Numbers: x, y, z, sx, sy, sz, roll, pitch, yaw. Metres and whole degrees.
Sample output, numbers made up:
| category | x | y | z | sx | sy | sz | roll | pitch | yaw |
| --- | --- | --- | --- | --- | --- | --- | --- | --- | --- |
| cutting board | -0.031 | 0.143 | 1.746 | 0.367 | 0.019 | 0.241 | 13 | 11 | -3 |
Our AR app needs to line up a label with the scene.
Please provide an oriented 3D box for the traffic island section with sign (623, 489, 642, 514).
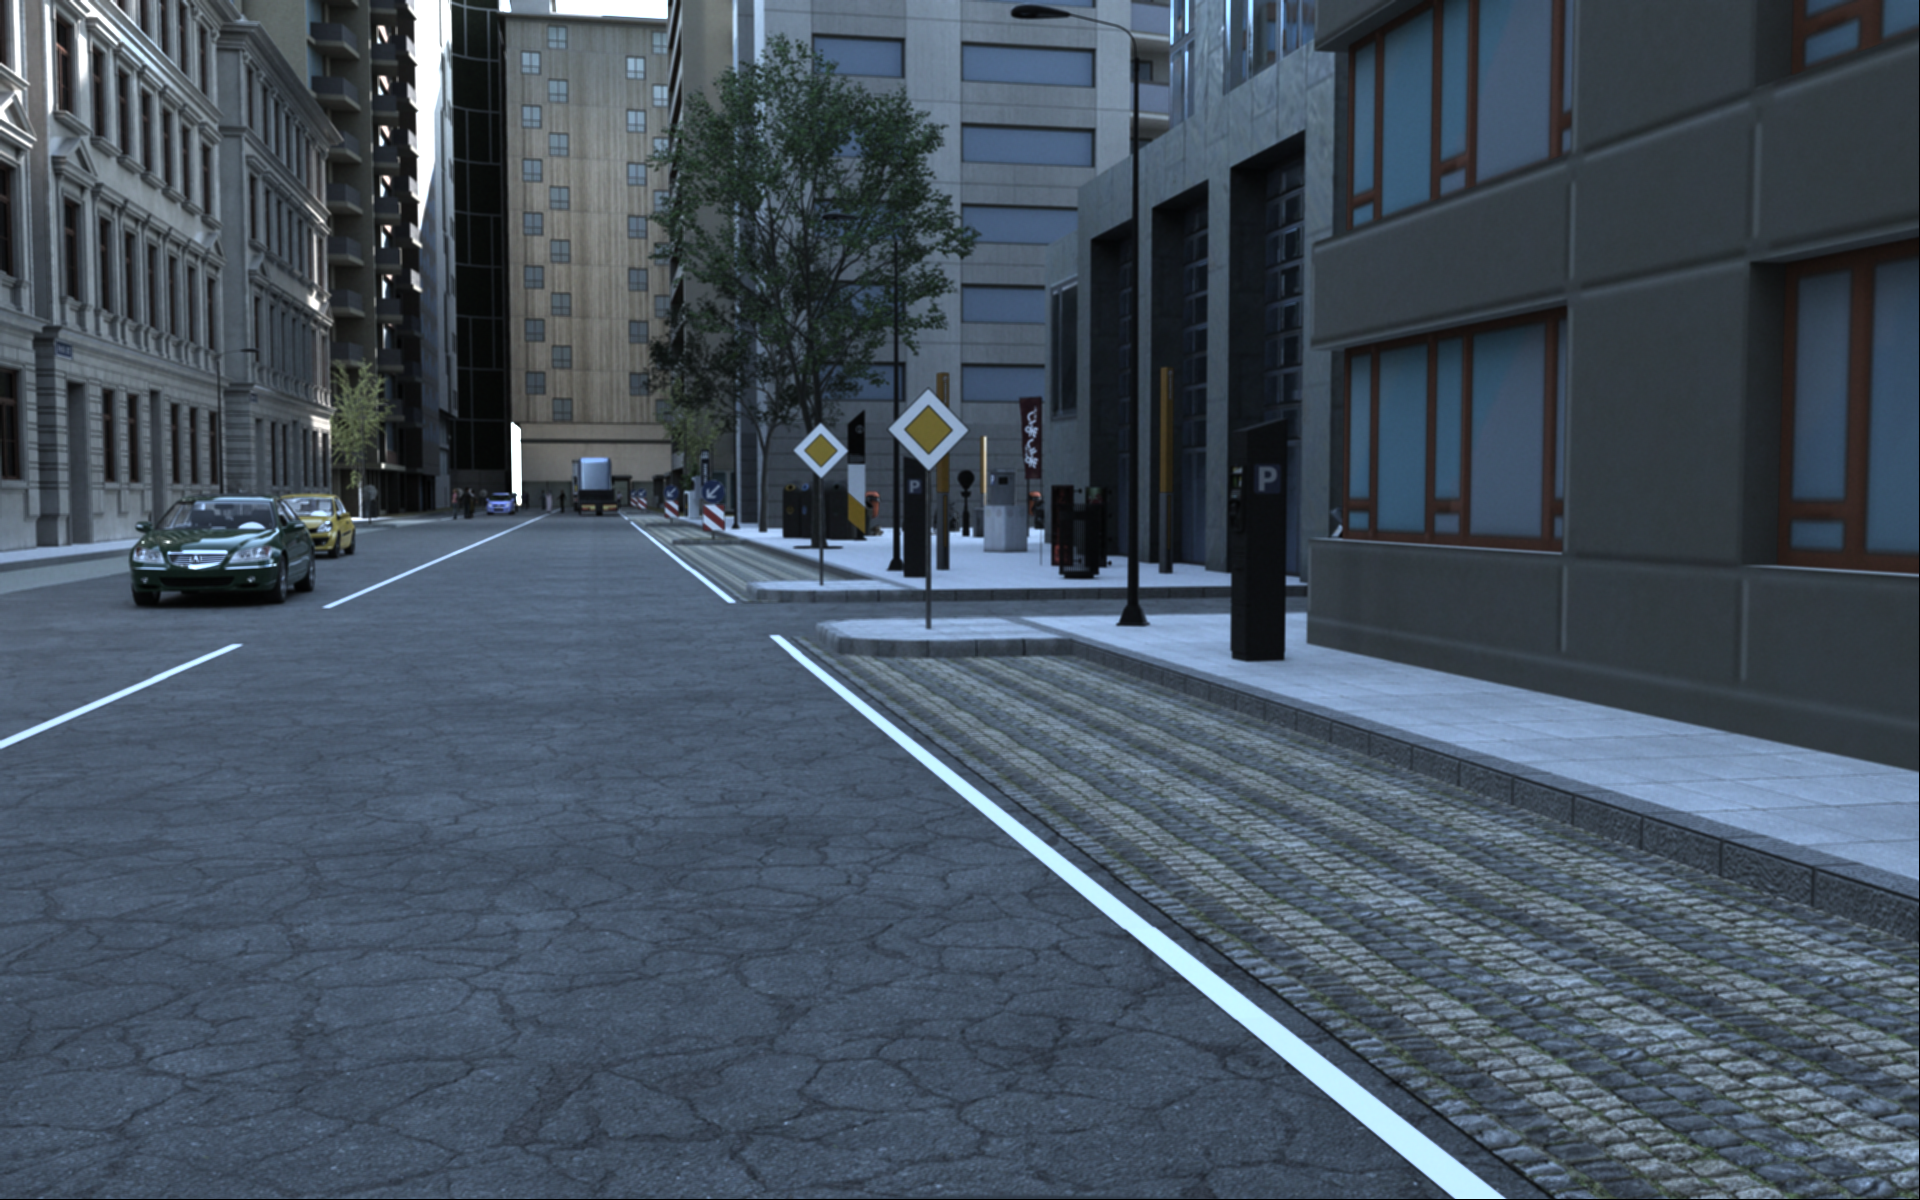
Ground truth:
| category | x | y | z | sx | sy | sz | roll | pitch | yaw |
| --- | --- | --- | --- | --- | --- | --- | --- | --- | --- |
| traffic island section with sign | -22.927 | -7.071 | 124.233 | 1.989 | 1.847 | 2.006 | -1 | 4 | -12 |

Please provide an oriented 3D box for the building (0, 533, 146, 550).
| category | x | y | z | sx | sy | sz | roll | pitch | yaw |
| --- | --- | --- | --- | --- | --- | --- | --- | --- | --- |
| building | -28.839 | -13.082 | 50.050 | 11.583 | 22.565 | 21.152 | -1 | 4 | -12 |

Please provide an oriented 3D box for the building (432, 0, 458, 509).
| category | x | y | z | sx | sy | sz | roll | pitch | yaw |
| --- | --- | --- | --- | --- | --- | --- | --- | --- | --- |
| building | -58.760 | -34.401 | 151.693 | 27.495 | 52.752 | 28.713 | -1 | 4 | -12 |

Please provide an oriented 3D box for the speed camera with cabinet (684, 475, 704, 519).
| category | x | y | z | sx | sy | sz | roll | pitch | yaw |
| --- | --- | --- | --- | --- | --- | --- | --- | --- | --- |
| speed camera with cabinet | -13.501 | -5.733 | 88.068 | 0.660 | 3.252 | 2.038 | -2 | 4 | -24 |

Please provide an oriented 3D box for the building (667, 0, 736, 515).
| category | x | y | z | sx | sy | sz | roll | pitch | yaw |
| --- | --- | --- | --- | --- | --- | --- | --- | --- | --- |
| building | -8.447 | -30.161 | 116.830 | 21.300 | 48.544 | 21.600 | -1 | 4 | -12 |

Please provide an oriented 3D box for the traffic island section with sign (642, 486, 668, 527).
| category | x | y | z | sx | sy | sz | roll | pitch | yaw |
| --- | --- | --- | --- | --- | --- | --- | --- | --- | --- |
| traffic island section with sign | -12.857 | -4.141 | 76.327 | 1.989 | 1.847 | 2.006 | -1 | 4 | -12 |

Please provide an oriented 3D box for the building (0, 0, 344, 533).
| category | x | y | z | sx | sy | sz | roll | pitch | yaw |
| --- | --- | --- | --- | --- | --- | --- | --- | --- | --- |
| building | -32.846 | -14.385 | 71.356 | 11.583 | 22.565 | 21.152 | -1 | 4 | -12 |

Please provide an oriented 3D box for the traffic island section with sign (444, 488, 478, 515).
| category | x | y | z | sx | sy | sz | roll | pitch | yaw |
| --- | --- | --- | --- | --- | --- | --- | --- | --- | --- |
| traffic island section with sign | -35.074 | -6.895 | 121.365 | 1.989 | 1.847 | 2.006 | -1 | 4 | -12 |

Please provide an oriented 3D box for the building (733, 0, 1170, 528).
| category | x | y | z | sx | sy | sz | roll | pitch | yaw |
| --- | --- | --- | --- | --- | --- | --- | --- | --- | --- |
| building | 0.220 | -32.820 | 78.600 | 21.231 | 58.520 | 28.212 | -1 | 4 | -12 |

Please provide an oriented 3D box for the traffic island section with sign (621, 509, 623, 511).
| category | x | y | z | sx | sy | sz | roll | pitch | yaw |
| --- | --- | --- | --- | --- | --- | --- | --- | --- | --- |
| traffic island section with sign | -28.478 | -8.684 | 150.613 | 1.989 | 1.847 | 2.006 | -1 | 4 | -12 |

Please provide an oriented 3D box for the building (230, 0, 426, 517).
| category | x | y | z | sx | sy | sz | roll | pitch | yaw |
| --- | --- | --- | --- | --- | --- | --- | --- | --- | --- |
| building | -45.401 | -27.633 | 106.422 | 22.147 | 44.769 | 28.867 | -1 | 4 | -12 |

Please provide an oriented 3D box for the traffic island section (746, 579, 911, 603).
| category | x | y | z | sx | sy | sz | roll | pitch | yaw |
| --- | --- | --- | --- | --- | --- | --- | --- | --- | --- |
| traffic island section | -1.925 | -0.125 | 24.327 | 2.009 | 0.180 | 2.903 | -1 | 4 | -12 |

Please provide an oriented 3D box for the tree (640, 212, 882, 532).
| category | x | y | z | sx | sy | sz | roll | pitch | yaw |
| --- | --- | --- | --- | --- | --- | --- | --- | --- | --- |
| tree | -6.689 | -7.551 | 57.873 | 8.767 | 10.594 | 7.601 | 0 | 4 | 1 |

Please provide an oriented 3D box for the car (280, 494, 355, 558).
| category | x | y | z | sx | sy | sz | roll | pitch | yaw |
| --- | --- | --- | --- | --- | --- | --- | --- | --- | --- |
| car | -14.941 | -1.798 | 39.624 | 2.015 | 1.641 | 3.980 | -1 | 4 | -12 |

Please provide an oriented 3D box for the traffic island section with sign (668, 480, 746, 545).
| category | x | y | z | sx | sy | sz | roll | pitch | yaw |
| --- | --- | --- | --- | --- | --- | --- | --- | --- | --- |
| traffic island section with sign | -7.175 | -2.486 | 49.278 | 1.989 | 1.847 | 2.006 | -1 | 4 | -12 |

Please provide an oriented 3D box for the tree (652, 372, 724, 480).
| category | x | y | z | sx | sy | sz | roll | pitch | yaw |
| --- | --- | --- | --- | --- | --- | --- | --- | --- | --- |
| tree | -16.044 | -9.321 | 102.755 | 4.737 | 8.622 | 4.395 | 0 | 3 | 0 |

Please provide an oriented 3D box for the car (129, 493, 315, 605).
| category | x | y | z | sx | sy | sz | roll | pitch | yaw |
| --- | --- | --- | --- | --- | --- | --- | --- | --- | --- |
| car | -10.101 | -0.744 | 23.957 | 2.131 | 1.459 | 4.920 | -1 | 4 | -13 |

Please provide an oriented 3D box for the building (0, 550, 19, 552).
| category | x | y | z | sx | sy | sz | roll | pitch | yaw |
| --- | --- | --- | --- | --- | --- | --- | --- | --- | --- |
| building | -24.491 | -11.818 | 29.389 | 11.583 | 22.565 | 21.152 | -1 | 4 | -12 |

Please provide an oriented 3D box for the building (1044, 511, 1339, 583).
| category | x | y | z | sx | sy | sz | roll | pitch | yaw |
| --- | --- | --- | --- | --- | --- | --- | --- | --- | --- |
| building | 18.026 | -44.220 | 35.664 | 31.000 | 86.520 | 22.319 | -1 | 4 | -12 |

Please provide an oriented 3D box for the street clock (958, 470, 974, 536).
| category | x | y | z | sx | sy | sz | roll | pitch | yaw |
| --- | --- | --- | --- | --- | --- | --- | --- | --- | --- |
| street clock | 0.181 | -2.942 | 52.676 | 0.471 | 2.002 | 0.358 | -1 | 4 | -13 |

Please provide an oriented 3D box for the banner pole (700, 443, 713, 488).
| category | x | y | z | sx | sy | sz | roll | pitch | yaw |
| --- | --- | --- | --- | --- | --- | --- | --- | --- | --- |
| banner pole | -12.374 | -5.815 | 85.100 | 0.863 | 3.779 | 0.401 | 2 | 4 | 24 |

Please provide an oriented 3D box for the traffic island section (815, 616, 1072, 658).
| category | x | y | z | sx | sy | sz | roll | pitch | yaw |
| --- | --- | --- | --- | --- | --- | --- | --- | --- | --- |
| traffic island section | -0.282 | 0.353 | 16.512 | 2.009 | 0.180 | 2.903 | -1 | 4 | -12 |

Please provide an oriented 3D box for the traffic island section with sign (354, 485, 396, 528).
| category | x | y | z | sx | sy | sz | roll | pitch | yaw |
| --- | --- | --- | --- | --- | --- | --- | --- | --- | --- |
| traffic island section with sign | -24.969 | -3.955 | 73.299 | 1.989 | 1.847 | 2.006 | -1 | 4 | -12 |

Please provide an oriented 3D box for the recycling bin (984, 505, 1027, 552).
| category | x | y | z | sx | sy | sz | roll | pitch | yaw |
| --- | --- | --- | --- | --- | --- | --- | --- | --- | --- |
| recycling bin | 1.012 | -1.586 | 38.486 | 0.722 | 1.027 | 0.722 | -3 | 5 | -40 |

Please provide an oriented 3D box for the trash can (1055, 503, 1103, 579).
| category | x | y | z | sx | sy | sz | roll | pitch | yaw |
| --- | --- | --- | --- | --- | --- | --- | --- | --- | --- |
| trash can | 1.813 | -0.898 | 26.343 | 0.748 | 1.137 | 0.748 | 0 | 3 | 0 |

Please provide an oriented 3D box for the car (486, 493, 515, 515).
| category | x | y | z | sx | sy | sz | roll | pitch | yaw |
| --- | --- | --- | --- | --- | --- | --- | --- | --- | --- |
| car | -31.901 | -6.773 | 120.332 | 1.945 | 1.707 | 3.694 | -1 | 4 | -10 |

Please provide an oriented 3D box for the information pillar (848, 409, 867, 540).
| category | x | y | z | sx | sy | sz | roll | pitch | yaw |
| --- | --- | --- | --- | --- | --- | --- | --- | --- | --- |
| information pillar | -2.846 | -3.456 | 47.858 | 0.504 | 3.616 | 0.183 | -1 | 4 | -15 |

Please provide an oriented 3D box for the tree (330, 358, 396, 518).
| category | x | y | z | sx | sy | sz | roll | pitch | yaw |
| --- | --- | --- | --- | --- | --- | --- | --- | --- | --- |
| tree | -32.357 | -8.696 | 92.535 | 4.737 | 8.622 | 4.395 | 0 | 3 | 0 |

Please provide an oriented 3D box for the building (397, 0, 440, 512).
| category | x | y | z | sx | sy | sz | roll | pitch | yaw |
| --- | --- | --- | --- | --- | --- | --- | --- | --- | --- |
| building | -46.762 | -29.266 | 128.614 | 14.600 | 45.320 | 14.200 | -1 | 4 | -12 |

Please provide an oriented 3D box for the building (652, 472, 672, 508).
| category | x | y | z | sx | sy | sz | roll | pitch | yaw |
| --- | --- | --- | --- | --- | --- | --- | --- | --- | --- |
| building | -12.804 | -28.870 | 163.913 | 32.217 | 40.220 | 23.993 | -1 | 4 | -12 |

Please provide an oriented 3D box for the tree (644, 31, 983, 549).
| category | x | y | z | sx | sy | sz | roll | pitch | yaw |
| --- | --- | --- | --- | --- | --- | --- | --- | --- | --- |
| tree | -3.504 | -7.018 | 40.499 | 9.928 | 11.665 | 9.643 | 0 | 3 | 0 |

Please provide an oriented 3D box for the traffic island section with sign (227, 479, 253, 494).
| category | x | y | z | sx | sy | sz | roll | pitch | yaw |
| --- | --- | --- | --- | --- | --- | --- | --- | --- | --- |
| traffic island section with sign | -19.306 | -2.309 | 46.382 | 1.989 | 1.847 | 2.006 | -1 | 4 | -12 |

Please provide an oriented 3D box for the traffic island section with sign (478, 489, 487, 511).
| category | x | y | z | sx | sy | sz | roll | pitch | yaw |
| --- | --- | --- | --- | --- | --- | --- | --- | --- | --- |
| traffic island section with sign | -40.660 | -8.522 | 147.956 | 1.989 | 1.847 | 2.006 | -1 | 4 | -12 |

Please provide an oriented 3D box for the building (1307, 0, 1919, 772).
| category | x | y | z | sx | sy | sz | roll | pitch | yaw |
| --- | --- | --- | --- | --- | --- | --- | --- | --- | --- |
| building | 19.477 | -9.657 | 2.939 | 27.650 | 21.520 | 28.899 | -1 | 4 | -12 |

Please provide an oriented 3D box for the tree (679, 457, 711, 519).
| category | x | y | z | sx | sy | sz | roll | pitch | yaw |
| --- | --- | --- | --- | --- | --- | --- | --- | --- | --- |
| tree | -13.861 | -5.863 | 90.464 | 1.663 | 3.219 | 1.824 | 0 | 3 | 0 |
